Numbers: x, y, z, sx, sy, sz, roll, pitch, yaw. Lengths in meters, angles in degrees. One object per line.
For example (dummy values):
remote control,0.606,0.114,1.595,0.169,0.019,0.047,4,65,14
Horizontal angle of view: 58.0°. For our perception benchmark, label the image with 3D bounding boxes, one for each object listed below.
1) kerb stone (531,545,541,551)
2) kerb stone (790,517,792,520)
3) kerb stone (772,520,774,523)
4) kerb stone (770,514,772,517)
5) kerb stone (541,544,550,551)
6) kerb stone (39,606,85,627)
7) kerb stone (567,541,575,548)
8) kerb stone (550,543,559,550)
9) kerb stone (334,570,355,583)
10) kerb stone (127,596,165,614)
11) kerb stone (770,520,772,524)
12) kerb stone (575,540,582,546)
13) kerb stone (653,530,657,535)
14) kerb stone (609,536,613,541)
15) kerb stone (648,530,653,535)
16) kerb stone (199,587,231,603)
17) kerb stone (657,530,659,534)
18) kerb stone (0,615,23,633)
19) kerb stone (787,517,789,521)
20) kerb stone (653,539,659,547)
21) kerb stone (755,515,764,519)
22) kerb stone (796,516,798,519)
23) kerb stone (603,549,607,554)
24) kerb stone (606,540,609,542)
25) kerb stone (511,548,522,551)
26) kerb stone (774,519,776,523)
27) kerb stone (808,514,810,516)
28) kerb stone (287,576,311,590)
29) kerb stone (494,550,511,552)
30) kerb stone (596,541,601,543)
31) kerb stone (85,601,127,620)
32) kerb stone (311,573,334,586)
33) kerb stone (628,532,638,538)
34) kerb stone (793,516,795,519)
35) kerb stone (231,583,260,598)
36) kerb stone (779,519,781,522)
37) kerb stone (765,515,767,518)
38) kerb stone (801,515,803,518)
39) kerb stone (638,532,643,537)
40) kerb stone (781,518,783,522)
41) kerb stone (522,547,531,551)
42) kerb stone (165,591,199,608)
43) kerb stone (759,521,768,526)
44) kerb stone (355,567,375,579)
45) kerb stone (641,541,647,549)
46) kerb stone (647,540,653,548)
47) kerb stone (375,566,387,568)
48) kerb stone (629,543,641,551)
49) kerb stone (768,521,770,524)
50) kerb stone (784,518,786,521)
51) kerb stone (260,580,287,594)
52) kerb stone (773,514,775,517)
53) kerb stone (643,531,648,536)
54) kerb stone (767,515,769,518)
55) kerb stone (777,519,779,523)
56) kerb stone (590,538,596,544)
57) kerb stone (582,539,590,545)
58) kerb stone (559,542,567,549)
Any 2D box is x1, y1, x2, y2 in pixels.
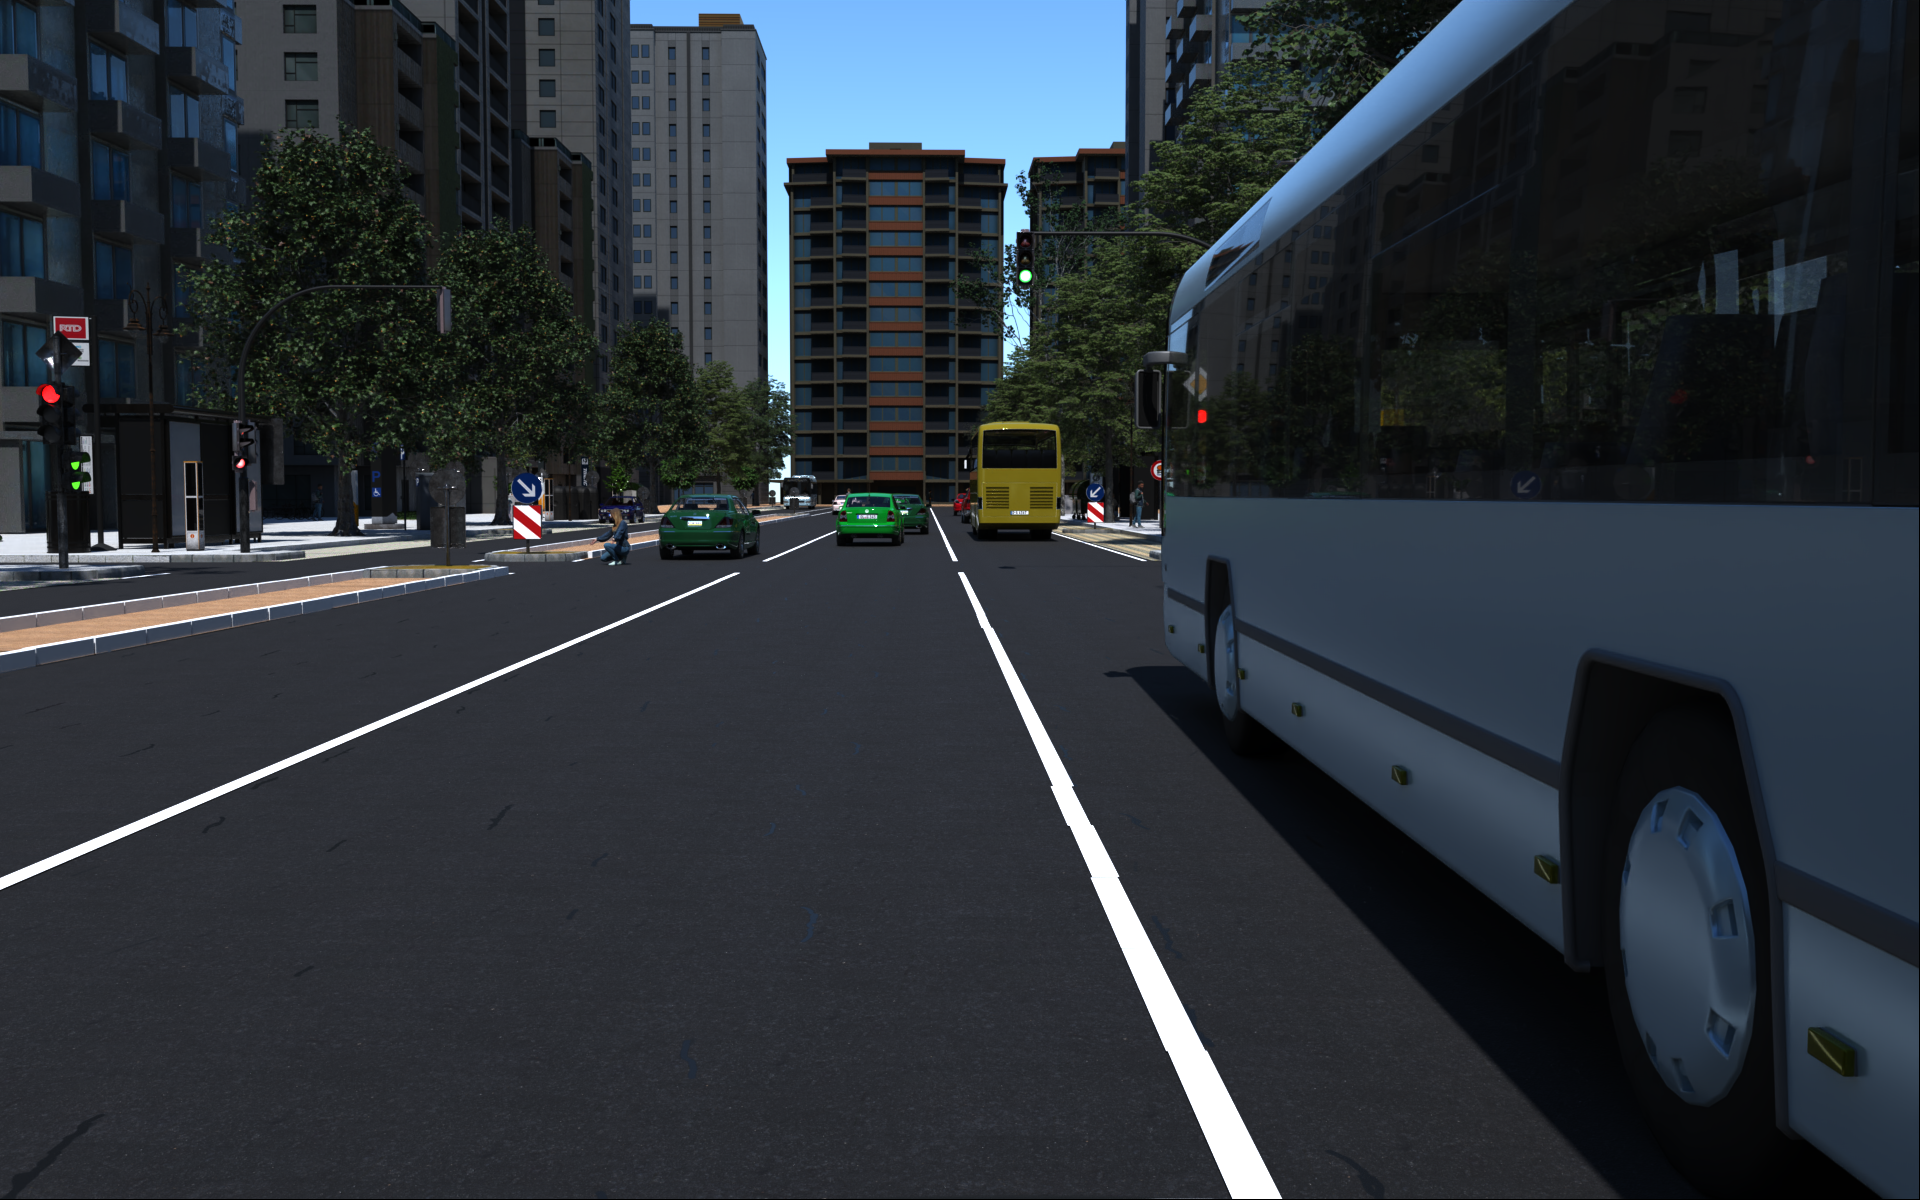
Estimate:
kerb stone,-10.409,-1.212,42.085,0.120,0.150,1.000,0,4,-1
kerb stone,-9.409,-4.419,94.510,0.120,0.150,1.000,0,4,-1
kerb stone,-9.174,-3.732,83.217,0.120,0.150,1.000,0,4,-1
kerb stone,-11.733,-5.101,105.589,0.120,0.150,1.000,0,4,-1
kerb stone,-10.439,-1.279,43.106,0.120,0.150,1.000,0,4,-1
kerb stone,-9.937,0.195,19.011,0.120,0.150,1.000,0,4,-1
kerb stone,-10.505,-1.467,46.174,0.120,0.150,1.000,0,4,-1
kerb stone,-10.459,-1.342,44.130,0.120,0.150,1.000,0,4,-1
kerb stone,-10.125,-0.369,28.232,0.120,0.150,1.000,0,4,-1
kerb stone,-9.981,0.070,21.058,0.120,0.150,1.000,0,4,-1
kerb stone,-9.154,-3.665,82.185,0.120,0.150,1.000,0,4,-1
kerb stone,-10.522,-1.529,47.201,0.120,0.150,1.000,0,4,-1
kerb stone,-10.799,-2.344,60.512,0.120,0.150,1.000,0,4,-1
kerb stone,-10.637,-1.843,52.329,0.120,0.150,1.000,0,4,-1
kerb stone,-10.776,-2.280,59.487,0.120,0.150,1.000,0,4,-1
kerb stone,-10.020,-0.055,23.102,0.120,0.150,1.000,0,4,-1
kerb stone,-10.823,-2.406,61.534,0.120,0.150,1.000,0,4,-1
kerb stone,-9.910,0.257,17.988,0.120,0.150,1.000,0,4,-1
kerb stone,-9.368,-4.298,92.460,0.120,0.150,1.000,0,4,-1
kerb stone,-8.430,-1.532,47.255,0.120,0.150,1.000,0,4,-1
kerb stone,-11.630,-4.787,100.465,0.120,0.150,1.000,0,4,-1
kerb stone,-9.491,-4.673,98.602,0.120,0.150,1.000,0,4,-1
kerb stone,-8.270,-1.094,40.082,0.120,0.150,1.000,0,4,-1
kerb stone,-10.612,-1.780,51.305,0.120,0.150,1.000,0,4,-1
kerb stone,-10.371,-1.084,40.036,0.120,0.150,1.000,0,4,-1
kerb stone,-9.200,-3.792,84.245,0.120,0.150,1.000,0,4,-1
kerb stone,-9.704,-5.295,108.840,0.120,0.150,1.000,0,4,-1
kerb stone,-10.091,-0.238,26.176,0.120,0.150,1.000,0,4,-1
kerb stone,-10.355,-1.028,39.011,0.120,0.150,1.000,0,4,-1
kerb stone,-10.598,-1.718,50.281,0.120,0.150,1.000,0,4,-1
kerb stone,-9.958,0.132,20.032,0.120,0.150,1.000,0,4,-1
kerb stone,-10.108,-0.307,27.207,0.120,0.150,1.000,0,4,-1
kerb stone,-10.709,-2.093,56.418,0.120,0.150,1.000,0,4,-1
kerb stone,-9.451,-4.548,96.558,0.120,0.150,1.000,0,4,-1
kerb stone,-10.045,-0.118,24.128,0.120,0.150,1.000,0,4,-1
kerb stone,-9.257,-3.983,87.321,0.120,0.150,1.000,0,4,-1
kerb stone,-11.675,-4.913,102.519,0.120,0.150,1.000,0,4,-1
kerb stone,-9.582,-4.923,102.690,0.120,0.150,1.000,0,4,-1
kerb stone,-10.730,-2.156,57.440,0.120,0.150,1.000,0,4,-1
kerb stone,-9.279,-4.045,88.345,0.120,0.150,1.000,0,4,-1
kerb stone,-10.399,-1.151,41.058,0.120,0.150,1.000,0,4,-1
kerb stone,-10.002,0.007,22.080,0.120,0.150,1.000,0,4,-1
kerb stone,-9.109,-3.544,80.133,0.120,0.150,1.000,0,4,-1
kerb stone,-10.151,-0.428,29.255,0.120,0.150,1.000,0,4,-1
kerb stone,-8.382,-1.407,45.198,0.120,0.150,1.000,0,4,-1
kerb stone,-8.405,-1.468,46.223,0.120,0.150,1.000,0,4,-1
kerb stone,-10.172,-0.494,30.279,0.120,0.150,1.000,0,4,-1
kerb stone,-8.357,-1.344,44.176,0.120,0.150,1.000,0,4,-1
kerb stone,-9.133,-3.603,81.162,0.120,0.150,1.000,0,4,-1
kerb stone,-9.319,-4.171,90.408,0.120,0.150,1.000,0,4,-1
kerb stone,-10.059,-0.180,25.154,0.120,0.150,1.000,0,4,-1
kerb stone,-11.783,-5.219,107.635,0.120,0.150,1.000,0,4,-1
kerb stone,-10.757,-2.216,58.465,0.120,0.150,1.000,0,4,-1
kerb stone,-11.699,-4.975,103.541,0.120,0.150,1.000,0,4,-1
kerb stone,-9.246,-3.915,86.295,0.120,0.150,1.000,0,4,-1
kerb stone,-10.567,-1.655,49.254,0.120,0.150,1.000,0,4,-1
kerb stone,-10.544,-1.591,48.230,0.120,0.150,1.000,0,4,-1
kerb stone,-10.481,-1.404,45.152,0.120,0.150,1.000,0,4,-1
